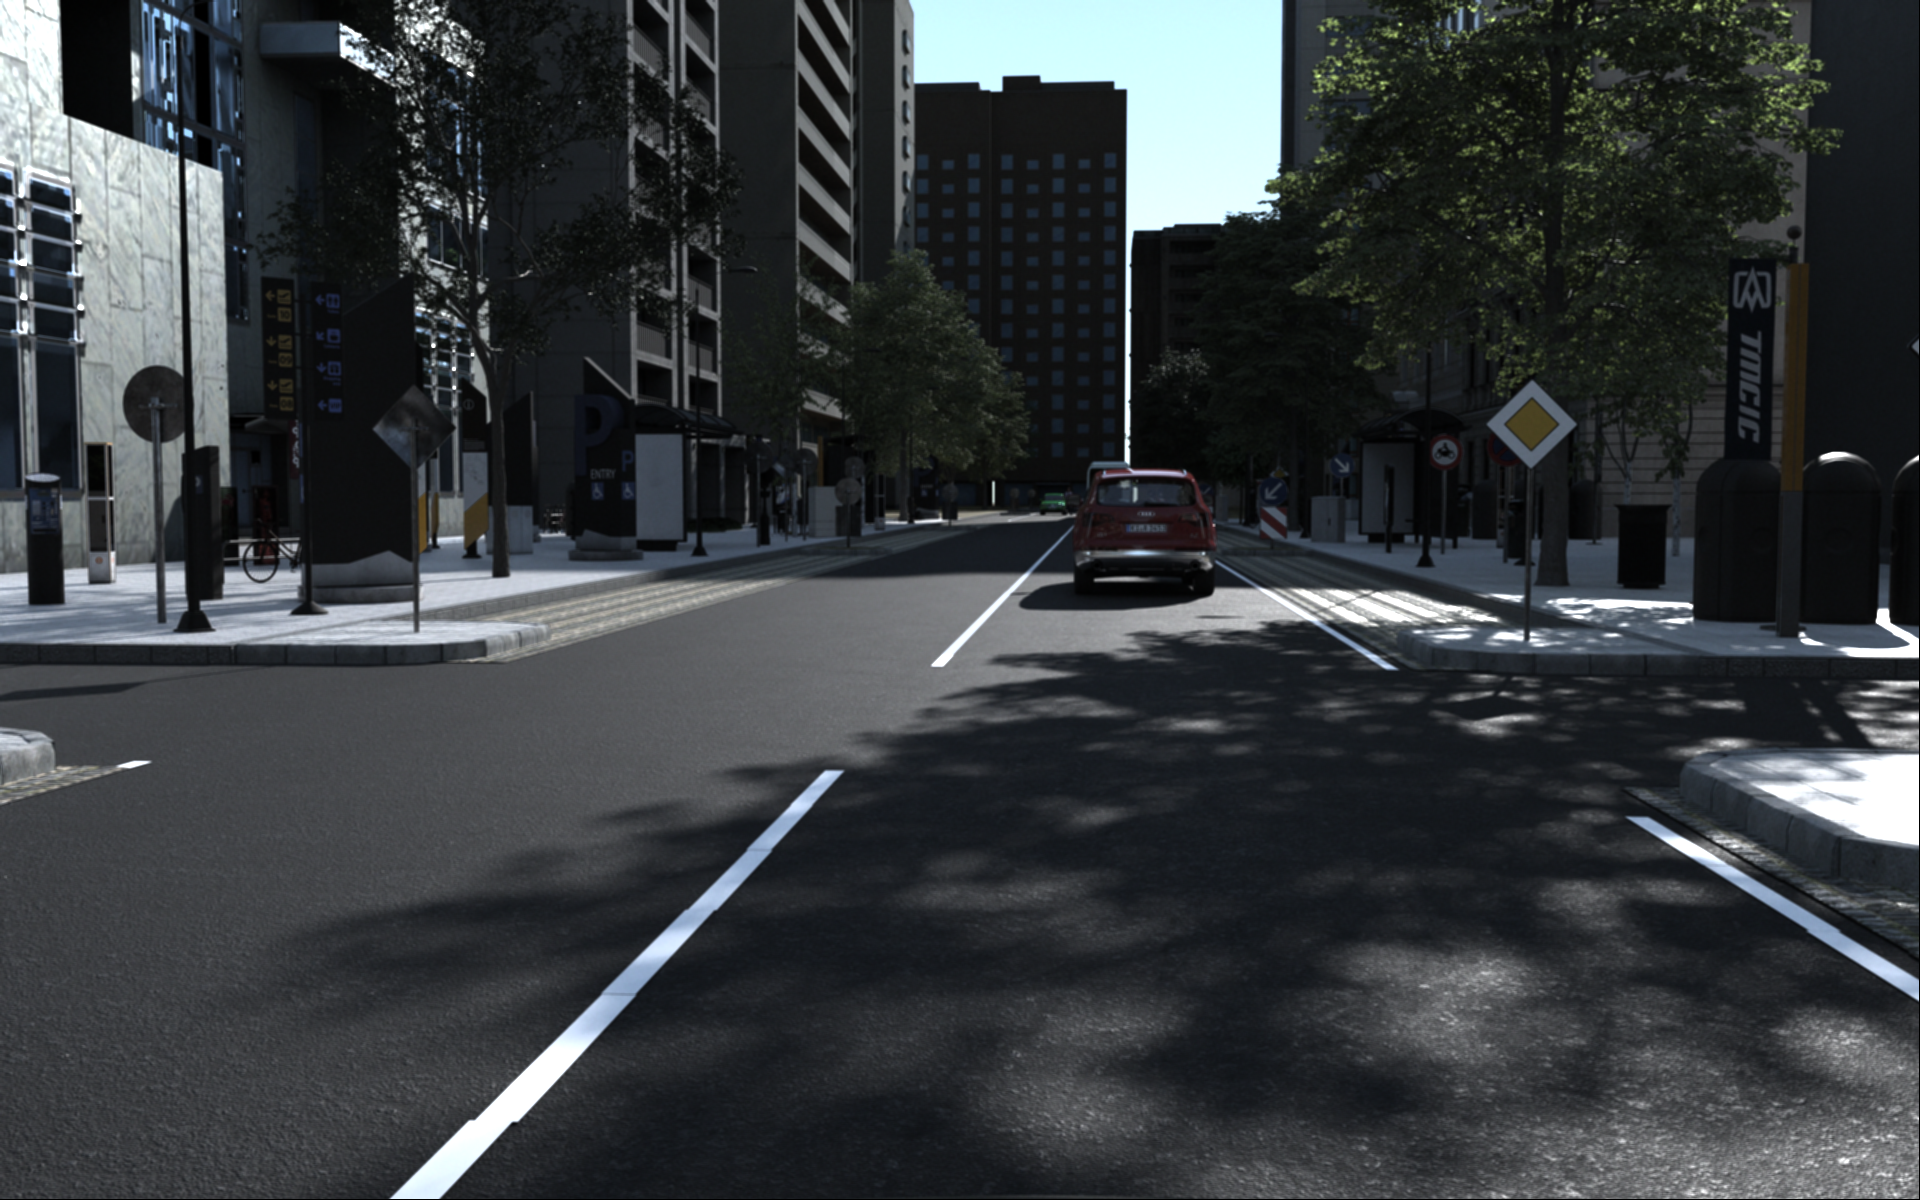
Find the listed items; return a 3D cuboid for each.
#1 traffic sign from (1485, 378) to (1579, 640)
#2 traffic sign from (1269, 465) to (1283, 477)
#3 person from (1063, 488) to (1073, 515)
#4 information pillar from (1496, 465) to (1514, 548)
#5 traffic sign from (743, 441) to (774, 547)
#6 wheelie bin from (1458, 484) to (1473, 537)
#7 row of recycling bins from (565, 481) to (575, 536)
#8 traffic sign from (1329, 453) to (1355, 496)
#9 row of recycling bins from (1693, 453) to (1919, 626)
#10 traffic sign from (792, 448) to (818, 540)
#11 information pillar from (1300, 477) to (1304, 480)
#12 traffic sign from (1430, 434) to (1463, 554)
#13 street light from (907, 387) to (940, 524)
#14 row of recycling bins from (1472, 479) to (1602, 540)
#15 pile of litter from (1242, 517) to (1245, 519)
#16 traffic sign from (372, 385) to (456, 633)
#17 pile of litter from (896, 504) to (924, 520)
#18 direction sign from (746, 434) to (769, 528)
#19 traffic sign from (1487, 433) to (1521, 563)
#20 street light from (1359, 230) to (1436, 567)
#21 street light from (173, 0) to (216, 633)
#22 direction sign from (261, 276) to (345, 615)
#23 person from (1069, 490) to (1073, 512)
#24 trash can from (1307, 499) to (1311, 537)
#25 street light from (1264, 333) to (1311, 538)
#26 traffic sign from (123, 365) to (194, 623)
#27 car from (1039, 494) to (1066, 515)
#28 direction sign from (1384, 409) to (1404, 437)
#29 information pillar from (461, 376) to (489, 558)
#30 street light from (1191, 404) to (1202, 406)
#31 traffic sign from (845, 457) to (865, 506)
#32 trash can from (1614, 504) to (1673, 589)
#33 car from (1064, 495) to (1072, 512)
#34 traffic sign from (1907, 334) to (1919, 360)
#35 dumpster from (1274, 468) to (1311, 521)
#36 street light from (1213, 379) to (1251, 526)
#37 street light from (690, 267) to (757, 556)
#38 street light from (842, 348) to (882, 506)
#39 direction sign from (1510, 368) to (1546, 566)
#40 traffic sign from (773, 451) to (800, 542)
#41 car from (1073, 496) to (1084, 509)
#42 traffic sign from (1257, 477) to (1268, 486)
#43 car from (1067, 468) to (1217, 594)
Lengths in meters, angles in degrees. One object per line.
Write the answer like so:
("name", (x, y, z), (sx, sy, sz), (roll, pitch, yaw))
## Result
("traffic sign", (4.973, -0.703, 15.141), (0.795, 2.450, 0.064), (0, 4, 5))
("traffic sign", (12.554, -4.095, 68.138), (0.795, 2.450, 0.064), (0, 4, 7))
("person", (7.306, -6.639, 116.921), (0.709, 1.838, 0.599), (1, 4, 9))
("information pillar", (12.966, -2.243, 41.167), (0.304, 2.012, 0.304), (3, 4, 37))
("traffic sign", (-4.887, -2.558, 41.925), (0.768, 2.556, 0.104), (1, 4, 14))
("wheelie bin", (14.992, -2.691, 51.900), (0.980, 1.594, 0.693), (1, 4, 19))
("row of recycling bins", (-10.491, -2.778, 52.528), (3.534, 1.692, 1.069), (2, 4, 25))
("traffic sign", (11.884, -3.292, 53.925), (0.768, 2.556, 0.104), (1, 4, 13))
("row of recycling bins", (9.244, -0.620, 17.253), (3.534, 1.692, 1.069), (1, 4, 14))
("traffic sign", (-4.301, -2.918, 47.814), (0.768, 2.556, 0.104), (1, 4, 10))
("information pillar", (14.356, -4.185, 72.914), (0.304, 2.012, 0.304), (0, 4, 0))
("traffic sign", (10.302, -2.249, 36.884), (0.768, 2.556, 0.104), (0, 4, 5))
("street light", (-1.588, -6.276, 75.147), (1.470, 5.913, 1.316), (0, 4, 5))
("row of recycling bins", (16.356, -2.565, 49.057), (3.534, 1.692, 1.069), (0, 4, 4))
("pile of litter", (14.993, -4.498, 87.505), (1.176, 0.858, 1.719), (-1, 4, -22))
("traffic sign", (-5.034, -0.756, 15.997), (0.795, 2.450, 0.064), (0, 4, 5))
("pile of litter", (-2.545, -4.457, 86.840), (1.719, 0.858, 1.176), (-1, 4, -16))
("direction sign", (-7.836, -4.526, 65.999), (0.876, 3.537, 0.379), (3, 5, 40))
("traffic sign", (10.163, -1.963, 32.195), (0.768, 2.556, 0.104), (0, 4, 8))
("street light", (7.663, -3.538, 30.384), (1.470, 5.913, 1.316), (0, 4, 5))
("street light", (-6.611, -2.655, 15.947), (1.470, 5.913, 1.316), (0, 4, 5))
("direction sign", (-6.958, -1.616, 18.419), (0.379, 3.537, 0.876), (3, 5, 43))
("person", (8.533, -7.749, 135.720), (0.750, 1.759, 0.617), (-2, 4, -30))
("trash can", (10.570, -2.432, 51.419), (0.748, 1.137, 0.748), (0, 3, 0))
("street light", (9.459, -4.741, 50.061), (1.470, 5.913, 1.316), (0, 4, 5))
("traffic sign", (-7.950, -1.044, 17.174), (0.768, 2.556, 0.104), (1, 4, 9))
("car", (6.491, -6.791, 119.831), (1.959, 1.807, 4.718), (0, 4, 6))
("direction sign", (11.664, -3.342, 46.637), (0.876, 3.537, 0.379), (-3, 5, -40))
("information pillar", (-9.673, -2.639, 34.506), (0.504, 3.616, 0.183), (0, 4, 1))
("street light", (12.594, -7.151, 89.452), (1.470, 5.913, 1.316), (0, 4, 5))
("traffic sign", (-3.610, -3.590, 58.806), (0.768, 2.556, 0.104), (0, 4, 7))
("trash can", (9.263, -0.726, 23.519), (0.748, 1.137, 0.748), (0, 3, 0))
("car", (8.347, -7.958, 142.685), (1.945, 1.354, 3.894), (0, 4, 6))
("traffic sign", (4.306, -0.217, 7.184), (0.795, 2.450, 0.064), (0, 4, 5))
("dumpster", (12.564, -3.898, 66.230), (1.502, 2.255, 1.985), (0, 4, 5))
("street light", (11.006, -5.946, 69.758), (1.470, 5.913, 1.316), (0, 4, 5))
("street light", (-4.854, -3.858, 35.627), (1.470, 5.913, 1.316), (0, 4, 5))
("street light", (-3.190, -5.063, 55.314), (1.470, 5.913, 1.316), (0, 4, 5))
("direction sign", (10.175, -2.392, 31.100), (0.876, 3.537, 0.379), (-2, 4, -31))
("traffic sign", (-4.667, -2.774, 46.538), (0.795, 2.450, 0.064), (1, 4, 13))
("car", (10.002, -8.657, 153.899), (2.083, 1.381, 4.827), (0, 4, 6))
("traffic sign", (15.504, -5.464, 89.444), (0.768, 2.556, 0.104), (0, 4, 7))
("car", (2.753, -1.081, 26.352), (2.281, 1.827, 5.304), (0, 4, 4))
